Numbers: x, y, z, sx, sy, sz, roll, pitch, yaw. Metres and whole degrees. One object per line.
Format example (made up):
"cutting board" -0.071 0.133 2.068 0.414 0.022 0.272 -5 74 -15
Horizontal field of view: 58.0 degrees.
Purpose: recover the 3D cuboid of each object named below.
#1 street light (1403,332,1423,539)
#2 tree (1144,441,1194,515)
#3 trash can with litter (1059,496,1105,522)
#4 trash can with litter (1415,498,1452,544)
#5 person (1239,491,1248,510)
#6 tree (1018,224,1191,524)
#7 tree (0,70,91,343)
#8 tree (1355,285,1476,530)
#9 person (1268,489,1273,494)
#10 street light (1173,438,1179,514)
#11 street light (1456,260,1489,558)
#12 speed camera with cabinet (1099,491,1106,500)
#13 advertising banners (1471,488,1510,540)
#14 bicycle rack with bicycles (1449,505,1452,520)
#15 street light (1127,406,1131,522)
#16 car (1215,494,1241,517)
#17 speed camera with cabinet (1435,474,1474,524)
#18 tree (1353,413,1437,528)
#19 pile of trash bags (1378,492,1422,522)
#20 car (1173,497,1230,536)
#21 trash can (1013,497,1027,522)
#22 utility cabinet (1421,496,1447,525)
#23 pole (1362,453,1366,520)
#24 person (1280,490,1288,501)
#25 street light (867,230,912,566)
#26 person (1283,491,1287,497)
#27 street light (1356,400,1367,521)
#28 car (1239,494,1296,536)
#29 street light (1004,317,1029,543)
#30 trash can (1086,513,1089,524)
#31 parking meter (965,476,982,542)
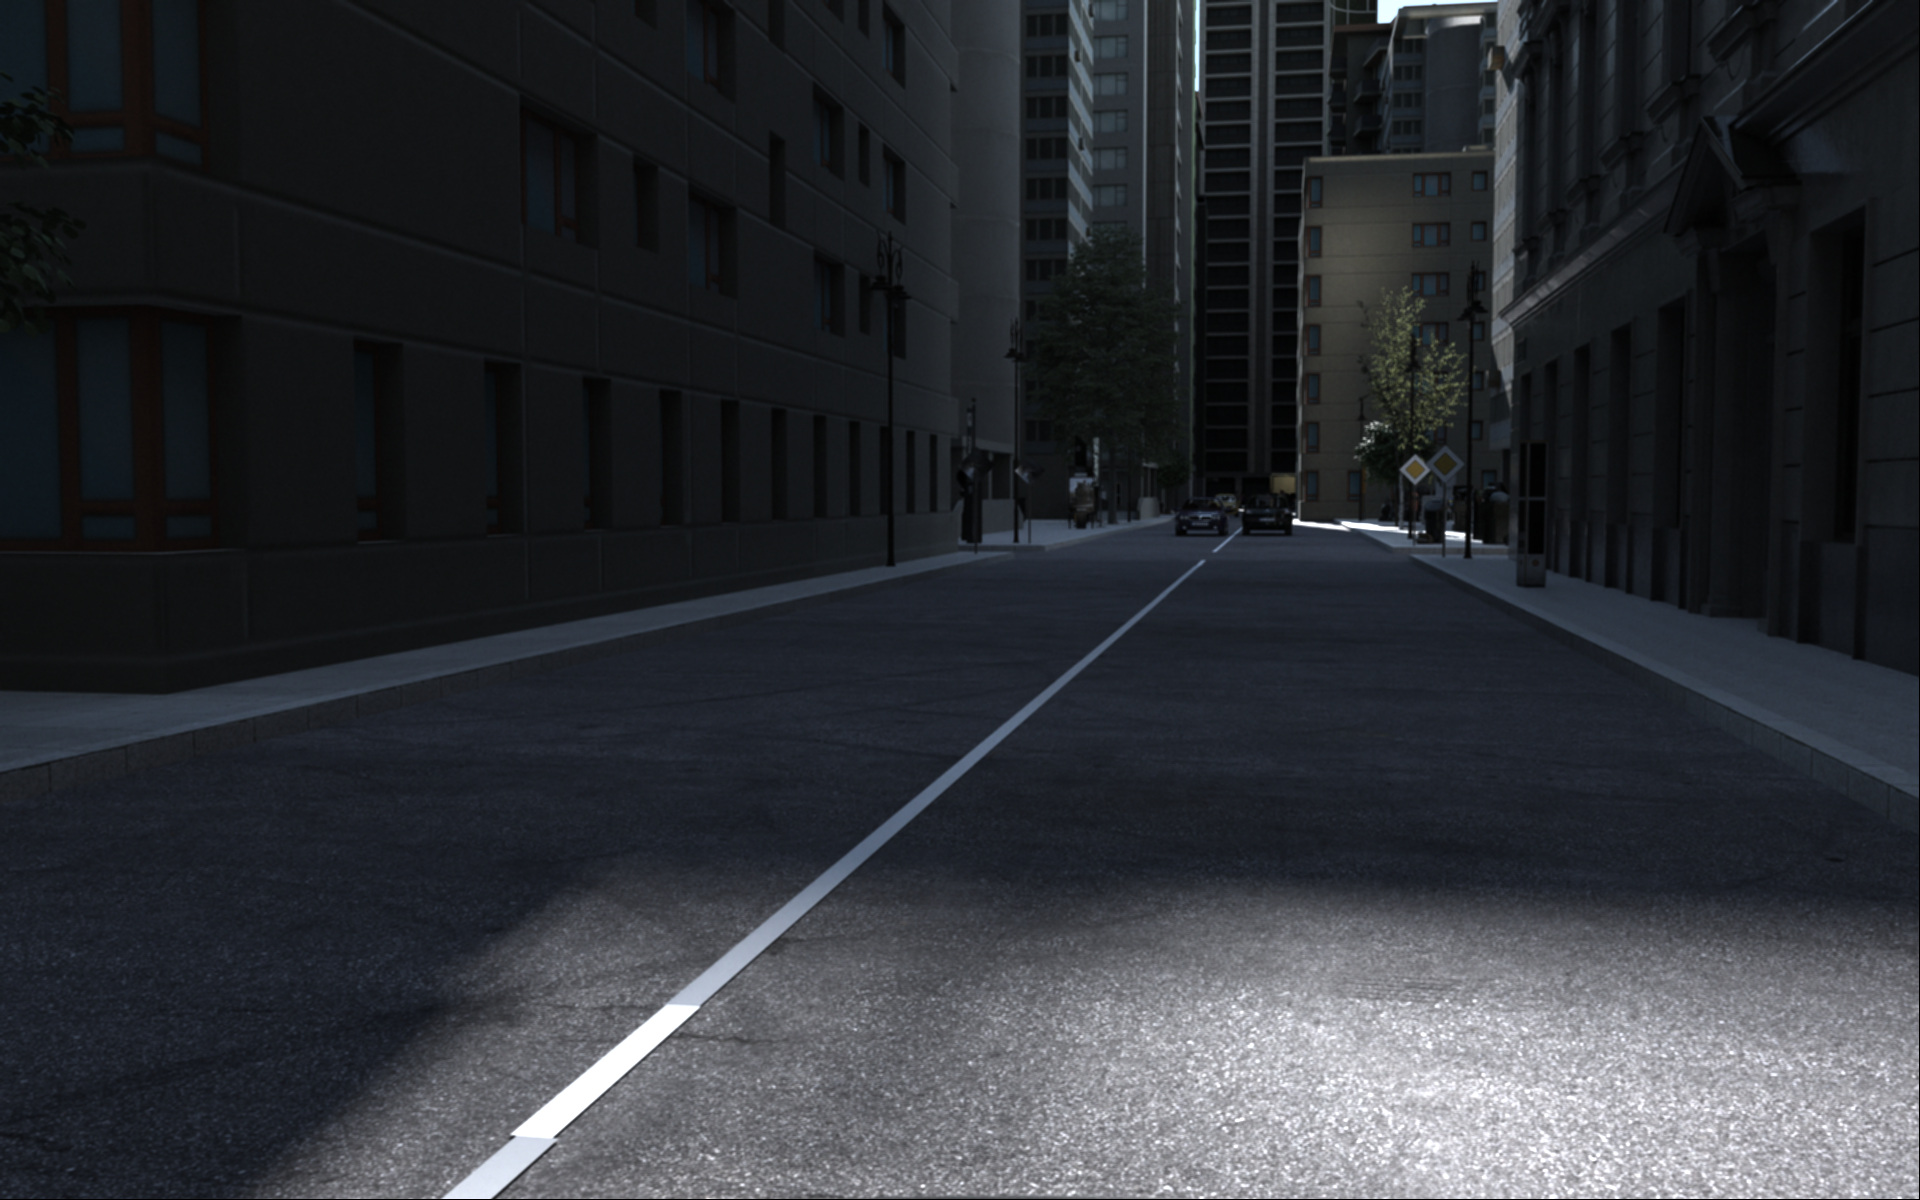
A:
"street light" 12.923 -4.694 49.527 0.468 5.910 1.993 1 4 10
"tree" 12.847 -7.586 107.739 4.285 4.588 4.351 0 3 0
"trash can with litter" 5.660 -4.163 79.117 2.233 1.210 1.678 1 4 14
"trash can with litter" 12.217 -2.040 44.749 0.624 1.170 1.055 3 4 39
"person" 26.236 -9.254 160.492 0.721 1.739 1.217 -2 4 -35
"tree" 6.107 -9.513 73.663 7.486 12.596 7.792 0 3 0
"tree" -6.203 -1.503 8.287 4.285 4.588 4.351 0 3 0
"tree" 15.653 -6.750 60.731 4.360 8.622 3.978 0 3 0
"person" 23.729 -7.583 132.446 1.348 1.831 0.705 2 4 26
"street light" 14.186 -8.605 113.482 0.468 5.910 1.993 1 4 10
"street light" 10.152 -3.771 34.444 0.468 5.910 1.993 1 4 10
"speed camera with cabinet" 7.805 -6.759 104.838 2.038 3.252 0.660 1 4 12
"advertising banners" 15.099 -3.156 47.794 2.074 3.025 0.090 3 4 38
"bicycle rack with bicycles" 25.082 -4.385 85.079 2.852 0.926 2.925 -1 4 -22
"street light" 7.755 -6.509 79.211 0.468 5.910 1.993 1 4 10
"car" 16.634 -6.020 108.657 2.015 1.641 3.980 1 4 10
"speed camera with cabinet" 21.731 -4.955 75.357 2.038 3.252 0.660 -1 4 -16
"tree" 16.900 -5.092 66.962 4.285 4.588 4.351 0 3 0
"pile of trash bags" 20.589 -4.296 79.999 1.912 1.369 3.447 0 4 0
"car" 8.439 -2.918 60.293 1.945 1.354 3.894 1 4 10
"trash can" 2.566 -3.936 76.004 0.748 1.137 0.748 0 3 0
"utility cabinet" 19.783 -3.737 72.268 1.020 1.237 0.306 3 5 43
"pole" 19.965 -5.611 85.583 0.158 3.312 0.155 0 3 0
"person" 23.199 -7.101 125.321 1.217 1.735 0.721 -1 4 -20
"street light" -1.229 -3.536 30.605 0.468 5.910 1.993 1 4 10
"person" 26.040 -7.948 139.376 0.541 1.710 0.530 1 4 23
"street light" 19.159 -6.724 82.727 0.468 5.910 1.993 1 4 10
"car" 10.847 -3.138 61.094 2.009 1.686 4.222 1 4 10
"street light" 1.481 -4.446 45.479 0.468 5.910 1.993 1 4 10
"trash can" 5.315 -3.891 75.268 0.748 1.137 0.748 0 3 0
"parking meter" 0.364 -2.438 45.573 0.399 1.863 0.255 3 4 36
